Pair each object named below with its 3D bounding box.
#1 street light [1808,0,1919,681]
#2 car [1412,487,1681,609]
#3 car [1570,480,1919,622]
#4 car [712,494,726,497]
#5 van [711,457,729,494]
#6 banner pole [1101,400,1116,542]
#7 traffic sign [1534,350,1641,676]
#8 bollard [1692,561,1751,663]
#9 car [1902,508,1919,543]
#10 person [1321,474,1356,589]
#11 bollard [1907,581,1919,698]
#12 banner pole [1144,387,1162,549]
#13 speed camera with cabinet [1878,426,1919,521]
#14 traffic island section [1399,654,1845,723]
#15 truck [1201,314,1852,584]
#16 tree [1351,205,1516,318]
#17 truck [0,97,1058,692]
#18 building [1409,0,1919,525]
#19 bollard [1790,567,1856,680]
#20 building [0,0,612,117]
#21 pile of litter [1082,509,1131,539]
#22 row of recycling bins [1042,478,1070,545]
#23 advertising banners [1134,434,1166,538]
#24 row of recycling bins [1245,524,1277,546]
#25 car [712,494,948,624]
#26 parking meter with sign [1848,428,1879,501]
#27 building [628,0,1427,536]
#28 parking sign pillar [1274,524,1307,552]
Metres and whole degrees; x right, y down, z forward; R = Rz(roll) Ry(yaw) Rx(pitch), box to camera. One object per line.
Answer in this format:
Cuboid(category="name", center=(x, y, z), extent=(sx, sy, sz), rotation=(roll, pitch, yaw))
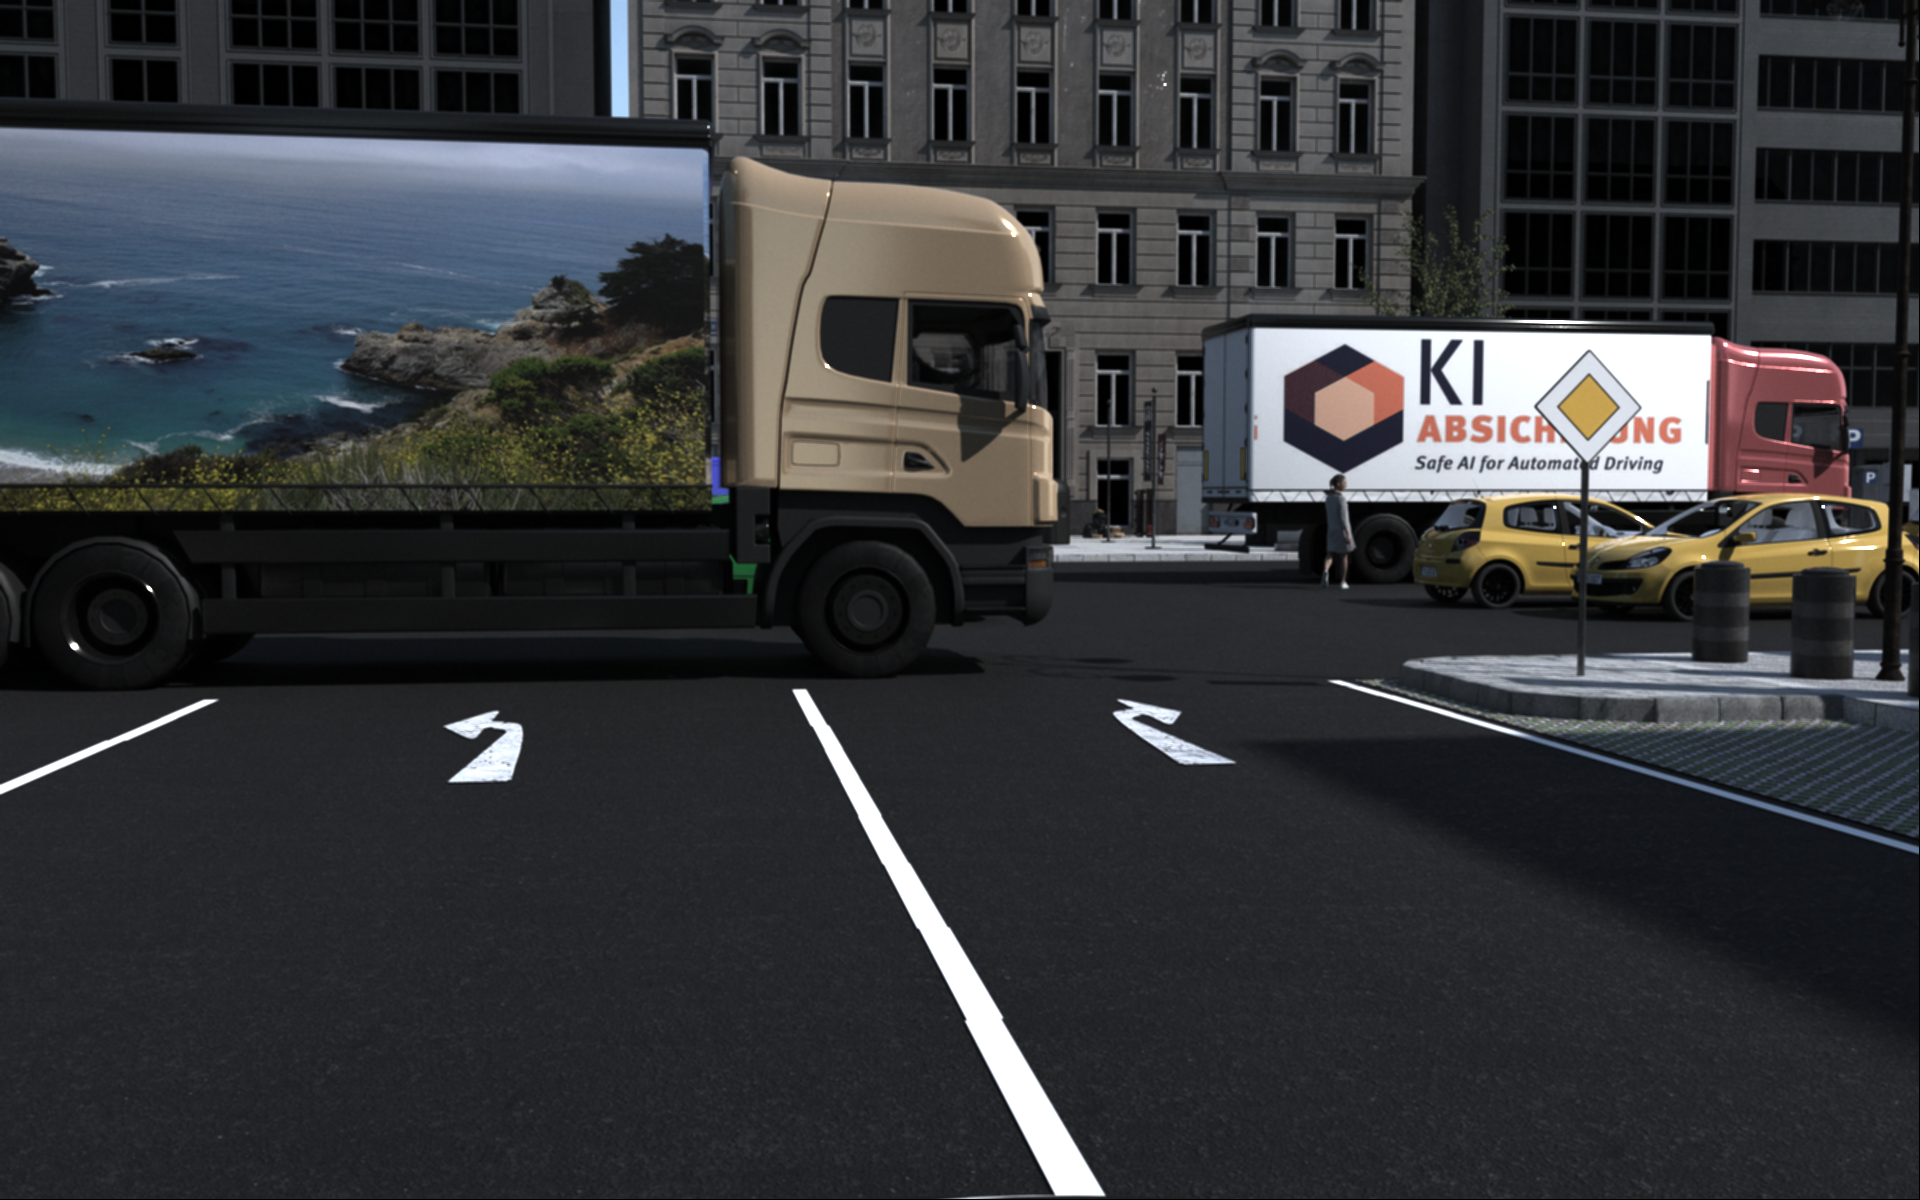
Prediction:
Cuboid(category="street light", center=(6.428, -2.385, 11.787), extent=(0.468, 5.910, 1.993), rotation=(-1, 4, -9))
Cuboid(category="car", center=(7.967, -0.753, 22.533), extent=(3.980, 1.641, 2.015), rotation=(0, 4, -8))
Cuboid(category="car", center=(9.216, -0.620, 20.359), extent=(3.980, 1.641, 2.015), rotation=(-1, 4, -10))
Cuboid(category="car", center=(-4.120, -0.830, 25.362), extent=(4.920, 1.459, 2.131), rotation=(-1, 4, -10))
Cuboid(category="van", center=(-4.903, -1.490, 28.746), extent=(5.245, 2.365, 2.240), rotation=(-1, 4, -9))
Cuboid(category="banner pole", center=(3.984, -3.441, 46.285), extent=(0.401, 3.779, 0.863), rotation=(0, 4, 7))
Cuboid(category="traffic sign", center=(4.380, -0.521, 12.164), extent=(0.795, 2.450, 0.064), rotation=(-1, 4, -9))
Cuboid(category="bollard", center=(5.854, 0.085, 13.323), extent=(0.404, 0.777, 0.398), rotation=(0, 3, 0))
Cuboid(category="car", center=(16.455, -1.001, 26.594), extent=(3.980, 1.641, 2.015), rotation=(-1, 4, -9))
Cuboid(category="person", center=(5.694, -1.032, 26.121), extent=(0.466, 1.731, 0.760), rotation=(2, 4, 30))
Cuboid(category="bollard", center=(6.225, 0.231, 10.942), extent=(0.404, 0.777, 0.398), rotation=(0, 3, 0))
Cuboid(category="banner pole", center=(4.505, -3.119, 41.010), extent=(0.401, 3.779, 0.863), rotation=(-1, 4, -16))
Cuboid(category="speed camera with cabinet", center=(27.611, -3.407, 50.048), extent=(0.660, 3.252, 2.038), rotation=(-1, 4, -21))
Cuboid(category="traffic island section", center=(4.402, 0.614, 12.244), extent=(2.009, 0.180, 2.903), rotation=(-1, 4, -9))
Cuboid(category="truck", center=(9.800, -2.452, 29.010), extent=(11.283, 4.237, 2.839), rotation=(-1, 4, -9))
Cuboid(category="tree", center=(11.991, -5.687, 43.346), extent=(4.737, 8.622, 4.395), rotation=(0, 3, 0))
Cuboid(category="truck", center=(-4.264, -1.527, 13.877), extent=(11.283, 4.237, 2.839), rotation=(-1, 4, -9))
Cuboid(category="building", center=(28.776, -14.915, 62.919), extent=(30.058, 24.678, 14.314), rotation=(-1, 4, -9))
Cuboid(category="bollard", center=(6.046, 0.158, 12.133), extent=(0.404, 0.777, 0.398), rotation=(0, 3, 0))
Cuboid(category="building", center=(-23.274, -15.932, 54.003), extent=(24.014, 27.812, 14.314), rotation=(-1, 4, -9))
Cuboid(category="pile of litter", center=(4.290, -2.243, 50.638), extent=(1.719, 0.858, 1.176), rotation=(-2, 4, -27))
Cuboid(category="row of recycling bins", center=(2.069, -2.343, 45.419), extent=(1.069, 1.692, 3.534), rotation=(-1, 4, -11))
Cuboid(category="advertising banners", center=(5.624, -3.365, 51.205), extent=(0.090, 3.025, 2.074), rotation=(-1, 4, -19))
Cuboid(category="row of recycling bins", center=(8.265, -2.151, 42.288), extent=(1.069, 1.692, 3.534), rotation=(-2, 4, -31))
Cuboid(category="car", center=(-1.754, -0.659, 19.571), extent=(4.718, 1.807, 1.959), rotation=(-1, 4, -11))
Cuboid(category="parking meter with sign", center=(23.538, -2.987, 45.095), extent=(0.543, 3.016, 1.738), rotation=(0, 4, 5))
Cuboid(category="building", center=(1.406, -15.935, 57.796), extent=(25.104, 27.353, 12.463), rotation=(-1, 4, -9))
Cuboid(category="parking sign pillar", center=(7.800, -3.081, 38.854), extent=(1.447, 3.967, 1.447), rotation=(1, 4, 13))
